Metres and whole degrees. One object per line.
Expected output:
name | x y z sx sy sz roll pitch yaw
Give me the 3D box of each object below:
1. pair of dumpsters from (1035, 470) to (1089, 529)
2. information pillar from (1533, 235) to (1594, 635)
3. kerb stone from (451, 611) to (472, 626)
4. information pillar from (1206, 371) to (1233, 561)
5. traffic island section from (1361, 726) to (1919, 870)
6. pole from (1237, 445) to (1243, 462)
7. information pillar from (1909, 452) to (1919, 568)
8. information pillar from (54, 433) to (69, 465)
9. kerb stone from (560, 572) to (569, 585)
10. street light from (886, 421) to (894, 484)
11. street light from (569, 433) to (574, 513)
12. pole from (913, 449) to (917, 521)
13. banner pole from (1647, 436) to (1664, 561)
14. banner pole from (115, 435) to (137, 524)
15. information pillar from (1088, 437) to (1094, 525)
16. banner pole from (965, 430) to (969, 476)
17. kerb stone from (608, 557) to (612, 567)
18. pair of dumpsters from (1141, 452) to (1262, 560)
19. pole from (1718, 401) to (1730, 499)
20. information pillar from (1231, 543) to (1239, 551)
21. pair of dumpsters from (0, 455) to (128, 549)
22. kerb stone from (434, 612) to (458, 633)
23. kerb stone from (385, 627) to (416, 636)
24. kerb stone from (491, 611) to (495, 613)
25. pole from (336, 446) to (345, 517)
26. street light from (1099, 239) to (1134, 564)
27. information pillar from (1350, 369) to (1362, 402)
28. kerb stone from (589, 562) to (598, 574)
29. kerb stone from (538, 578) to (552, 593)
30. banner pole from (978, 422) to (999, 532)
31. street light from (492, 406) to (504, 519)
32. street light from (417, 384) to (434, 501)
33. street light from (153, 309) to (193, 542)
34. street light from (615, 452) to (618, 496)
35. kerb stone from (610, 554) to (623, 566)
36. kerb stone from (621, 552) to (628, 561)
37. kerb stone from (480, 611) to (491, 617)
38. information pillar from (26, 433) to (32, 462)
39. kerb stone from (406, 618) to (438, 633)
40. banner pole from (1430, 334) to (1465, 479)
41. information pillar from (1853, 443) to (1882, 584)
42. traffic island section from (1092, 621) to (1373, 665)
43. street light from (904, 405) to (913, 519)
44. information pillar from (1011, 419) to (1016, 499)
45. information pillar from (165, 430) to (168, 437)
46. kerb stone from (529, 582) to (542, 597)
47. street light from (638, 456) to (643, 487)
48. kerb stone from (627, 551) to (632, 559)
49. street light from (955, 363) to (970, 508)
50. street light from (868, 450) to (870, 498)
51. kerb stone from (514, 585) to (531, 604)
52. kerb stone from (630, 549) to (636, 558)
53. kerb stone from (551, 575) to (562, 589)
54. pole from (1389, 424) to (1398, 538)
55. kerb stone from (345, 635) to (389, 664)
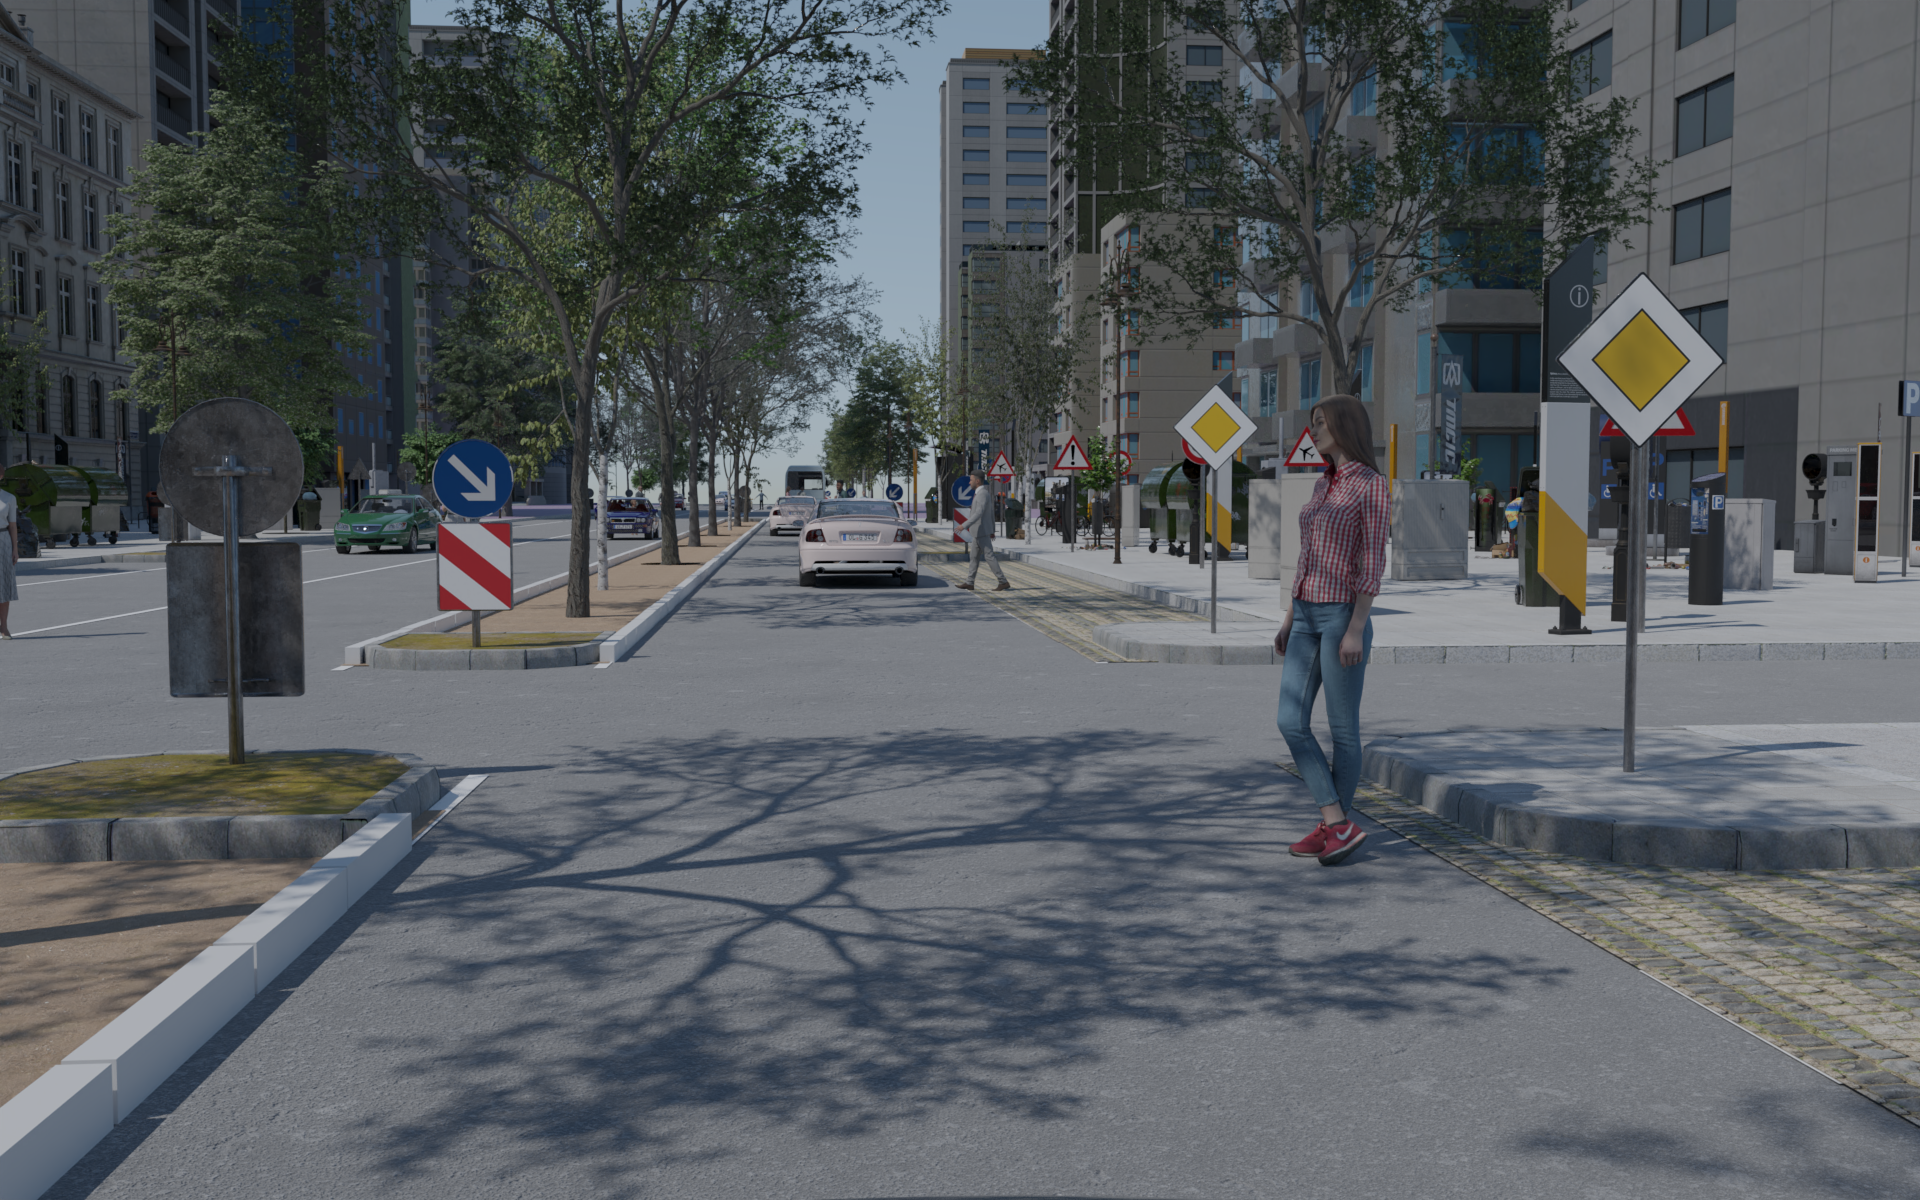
pair of dumpsters | 3.929 -3.875 65.854 1.574 2.255 4.437 0 4 -6
information pillar | 5.508 -1.491 15.726 0.504 3.616 0.183 -1 4 -18
kerb stone | -5.515 0.191 19.073 0.120 0.150 1.000 0 4 -5
information pillar | 4.962 -2.550 33.042 0.504 3.616 0.183 -1 4 -12
traffic island section | 3.107 0.873 8.012 2.009 0.180 2.903 0 4 -5
pole | 10.509 -4.360 65.123 0.158 3.312 0.155 0 3 0
information pillar | 16.830 -1.575 30.249 0.304 2.012 0.304 -2 4 -34
information pillar | -34.498 -4.599 66.547 0.504 3.616 0.183 -1 4 -18
kerb stone | -6.294 -0.308 27.254 0.120 0.150 1.000 0 4 -5
street light | -4.354 -8.270 107.997 0.468 5.910 1.993 0 4 -5
street light | -26.948 -9.025 120.346 0.468 5.910 1.993 0 4 -5
pole | -2.018 -5.154 78.112 0.158 3.312 0.155 0 3 0
banner pole | 13.220 -2.638 33.143 0.863 3.779 0.401 -3 4 -39
banner pole | -35.438 -5.107 73.516 0.401 3.779 0.863 2 4 35
information pillar | 5.413 -4.912 71.669 0.183 3.616 0.504 2 4 31
banner pole | 0.244 -4.764 67.904 0.401 3.779 0.863 -1 4 -12
kerb stone | -6.871 -0.684 33.382 0.120 0.150 1.000 0 4 -5
pair of dumpsters | 4.901 -2.015 35.436 1.574 2.255 4.437 0 4 -6
pole | 16.834 -2.713 38.206 0.158 3.312 0.155 0 3 0
information pillar | 6.164 -2.131 39.328 0.304 2.012 0.304 2 4 25
pair of dumpsters | -21.853 -2.424 42.127 1.574 2.255 4.437 0 4 -5
kerb stone | -5.419 0.258 18.042 0.120 0.150 1.000 0 4 -5
kerb stone | -5.221 0.384 16.002 0.120 0.150 1.000 0 4 -5
kerb stone | -5.712 0.066 21.123 0.120 0.150 1.000 0 4 -5
pole | -26.379 -4.893 73.849 0.158 3.312 0.155 0 3 0
street light | 2.896 -3.601 31.670 0.468 5.910 1.993 0 4 -5
information pillar | 7.350 -2.513 32.435 0.183 3.616 0.504 3 5 44
kerb stone | -6.773 -0.622 32.363 0.120 0.150 1.000 0 4 -5
kerb stone | -6.105 -0.185 25.219 0.120 0.150 1.000 0 4 -5
banner pole | 0.949 -4.212 58.876 0.863 3.779 0.401 3 4 37
street light | -24.161 -7.217 90.791 0.468 5.910 1.993 0 4 -5
street light | -22.483 -6.129 72.992 0.468 5.910 1.993 0 4 -5
street light | -19.664 -4.320 43.414 0.468 5.910 1.993 0 4 -5
street light | -29.731 -10.825 149.768 0.468 5.910 1.993 0 4 -5
kerb stone | -7.065 -0.809 35.417 0.120 0.150 1.000 0 4 -5
kerb stone | -7.158 -0.869 36.435 0.120 0.150 1.000 0 4 -5
kerb stone | -5.617 0.128 20.098 0.120 0.150 1.000 0 4 -5
information pillar | -35.675 -4.591 66.419 0.183 3.616 0.504 -1 4 -19
kerb stone | -5.325 0.316 17.024 0.120 0.150 1.000 0 4 -5
banner pole | 7.605 -2.278 27.258 0.863 3.779 0.401 -2 4 -30
information pillar | 13.063 -1.251 24.942 0.304 2.012 0.304 2 4 24
traffic island section | 2.354 0.386 15.962 2.009 0.180 2.903 0 4 -5
street light | -2.691 -7.200 90.501 0.468 5.910 1.993 0 4 -5
information pillar | 1.640 -3.751 52.680 0.183 3.616 0.504 1 4 11
information pillar | -24.469 -3.801 53.498 0.183 3.616 0.504 -2 4 -28
kerb stone | -6.007 -0.120 24.191 0.120 0.150 1.000 0 4 -5
street light | -31.870 -12.261 173.262 0.468 5.910 1.993 0 4 -5
kerb stone | -7.259 -0.933 37.452 0.120 0.150 1.000 0 4 -5
street light | 0.130 -5.384 60.823 0.468 5.910 1.993 0 4 -5
street light | -7.225 -10.063 137.315 0.468 5.910 1.993 0 4 -5
kerb stone | -5.913 -0.059 23.164 0.120 0.150 1.000 0 4 -5
kerb stone | -7.352 -0.996 38.478 0.120 0.150 1.000 0 4 -5
kerb stone | -6.195 -0.247 26.237 0.120 0.150 1.000 0 4 -5
pole | 12.620 -3.463 50.460 0.158 3.312 0.155 0 3 0
kerb stone | -5.127 0.441 14.980 0.120 0.150 1.000 0 4 -5
